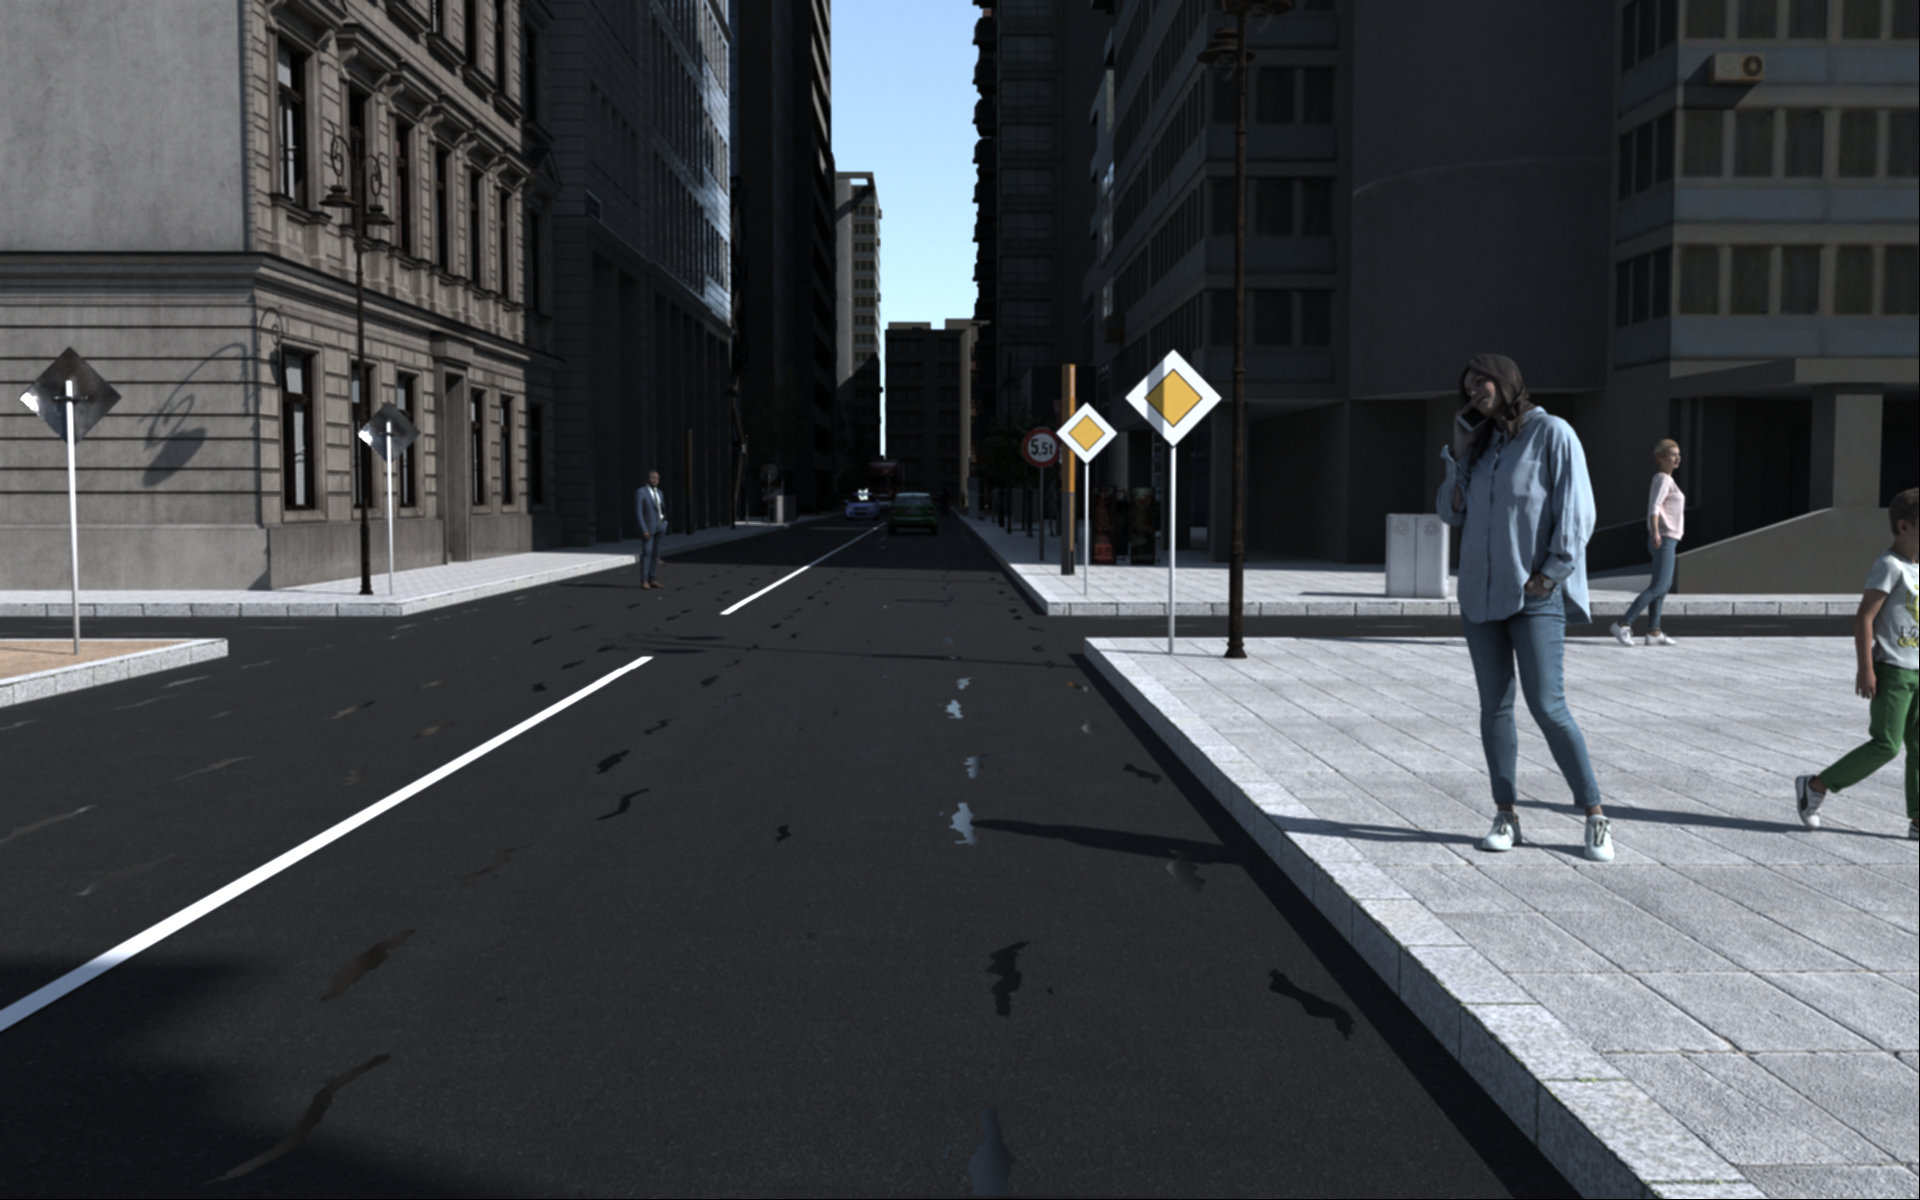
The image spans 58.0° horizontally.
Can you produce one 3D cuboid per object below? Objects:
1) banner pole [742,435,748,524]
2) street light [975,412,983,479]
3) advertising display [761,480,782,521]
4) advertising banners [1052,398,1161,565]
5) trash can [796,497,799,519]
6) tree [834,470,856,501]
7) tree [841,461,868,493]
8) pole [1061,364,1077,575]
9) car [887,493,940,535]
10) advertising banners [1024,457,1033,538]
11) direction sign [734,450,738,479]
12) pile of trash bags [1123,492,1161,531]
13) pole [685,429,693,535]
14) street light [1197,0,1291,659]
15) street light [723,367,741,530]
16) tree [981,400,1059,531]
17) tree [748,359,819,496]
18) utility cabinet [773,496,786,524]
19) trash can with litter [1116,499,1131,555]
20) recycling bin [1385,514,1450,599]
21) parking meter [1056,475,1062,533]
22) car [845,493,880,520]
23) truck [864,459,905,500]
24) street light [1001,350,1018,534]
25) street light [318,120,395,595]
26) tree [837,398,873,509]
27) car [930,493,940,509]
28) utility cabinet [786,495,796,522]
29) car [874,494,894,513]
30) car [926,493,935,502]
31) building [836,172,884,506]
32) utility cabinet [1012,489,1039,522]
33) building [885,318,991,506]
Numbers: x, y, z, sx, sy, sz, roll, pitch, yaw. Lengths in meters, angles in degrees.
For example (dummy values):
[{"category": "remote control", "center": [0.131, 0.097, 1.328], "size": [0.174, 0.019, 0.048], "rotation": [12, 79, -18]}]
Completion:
[{"category": "banner pole", "center": [-9.089, -5.088, 73.204], "size": [0.401, 3.779, 0.863], "rotation": [1, 4, 11]}, {"category": "street light", "center": [1.049, -7.547, 96.177], "size": [0.468, 5.910, 1.993], "rotation": [0, 4, -1]}, {"category": "advertising display", "center": [-8.920, -4.691, 81.915], "size": [0.974, 1.923, 0.123], "rotation": [0, 4, -3]}, {"category": "advertising banners", "center": [2.648, -2.163, 31.547], "size": [2.074, 3.025, 0.090], "rotation": [2, 4, 24]}, {"category": "trash can", "center": [-8.728, -4.818, 90.436], "size": [0.748, 1.137, 0.748], "rotation": [0, 3, 0]}, {"category": "tree", "center": [-9.142, -8.753, 137.715], "size": [1.663, 3.219, 1.824], "rotation": [0, 3, 0]}, {"category": "tree", "center": [-9.401, -10.798, 160.252], "size": [4.285, 4.588, 4.351], "rotation": [0, 3, 0]}, {"category": "pole", "center": [1.708, -2.048, 27.333], "size": [0.158, 3.312, 0.155], "rotation": [0, 3, 0]}, {"category": "car", "center": [-1.696, -3.298, 62.724], "size": [1.959, 1.807, 4.718], "rotation": [0, 4, -1]}, {"category": "advertising banners", "center": [2.045, -3.399, 51.755], "size": [0.090, 3.025, 2.074], "rotation": [0, 4, -3]}, {"category": "direction sign", "center": [-11.803, -5.938, 89.077], "size": [0.876, 3.537, 0.379], "rotation": [1, 4, 21]}, {"category": "pile of trash bags", "center": [6.259, -3.083, 60.151], "size": [1.912, 1.369, 3.447], "rotation": [1, 4, 19]}, {"category": "pole", "center": [-8.487, -3.696, 54.274], "size": [0.158, 3.312, 0.155], "rotation": [0, 3, 0]}, {"category": "street light", "center": [2.161, -2.484, 13.408], "size": [0.468, 5.910, 1.993], "rotation": [0, 4, -1]}, {"category": "street light", "center": [-8.186, -5.478, 62.356], "size": [0.468, 5.910, 1.993], "rotation": [0, 4, -1]}, {"category": "tree", "center": [2.246, -4.726, 60.985], "size": [4.285, 4.588, 4.351], "rotation": [0, 3, 0]}, {"category": "tree", "center": [-9.759, -8.848, 95.024], "size": [4.737, 8.622, 4.395], "rotation": [0, 3, 0]}, {"category": "utility cabinet", "center": [-7.934, -3.939, 75.559], "size": [0.306, 1.237, 1.020], "rotation": [-1, 4, -14]}, {"category": "trash can with litter", "center": [3.259, -1.539, 36.549], "size": [0.624, 1.170, 1.055], "rotation": [0, 4, -1]}, {"category": "recycling bin", "center": [5.700, -0.551, 21.569], "size": [0.722, 1.027, 0.722], "rotation": [1, 4, 19]}, {"category": "parking meter", "center": [3.210, -2.949, 53.929], "size": [0.399, 1.863, 0.255], "rotation": [3, 5, 44]}, {"category": "car", "center": [-5.345, -5.243, 95.306], "size": [1.945, 1.707, 3.694], "rotation": [0, 4, 0]}, {"category": "truck", "center": [-5.997, -9.276, 140.573], "size": [2.839, 4.237, 11.283], "rotation": [0, 4, 1]}, {"category": "street light", "center": [1.595, -5.080, 55.839], "size": [0.468, 5.910, 1.993], "rotation": [0, 4, -1]}, {"category": "street light", "center": [-7.585, -3.007, 21.945], "size": [0.468, 5.910, 1.993], "rotation": [0, 4, -1]}, {"category": "tree", "center": [-10.988, -13.347, 152.629], "size": [7.601, 10.594, 8.767], "rotation": [0, 4, 6]}, {"category": "car", "center": [-2.720, -9.588, 165.811], "size": [2.155, 1.783, 4.494], "rotation": [0, 4, 1]}, {"category": "utility cabinet", "center": [-8.050, -4.300, 81.461], "size": [0.306, 1.237, 1.020], "rotation": [1, 4, 20]}, {"category": "car", "center": [-5.483, -6.602, 119.939], "size": [2.014, 1.417, 4.499], "rotation": [0, 4, -1]}, {"category": "car", "center": [-2.460, -5.729, 103.255], "size": [1.945, 1.707, 3.694], "rotation": [0, 4, -2]}, {"category": "building", "center": [-20.989, -30.953, 197.964], "size": [23.993, 40.220, 32.217], "rotation": [0, 4, -1]}, {"category": "utility cabinet", "center": [2.919, -4.191, 77.195], "size": [1.173, 1.500, 0.318], "rotation": [0, 4, 4]}, {"category": "building", "center": [6.380, -21.445, 195.665], "size": [28.899, 21.520, 27.650], "rotation": [0, 4, -1]}]
